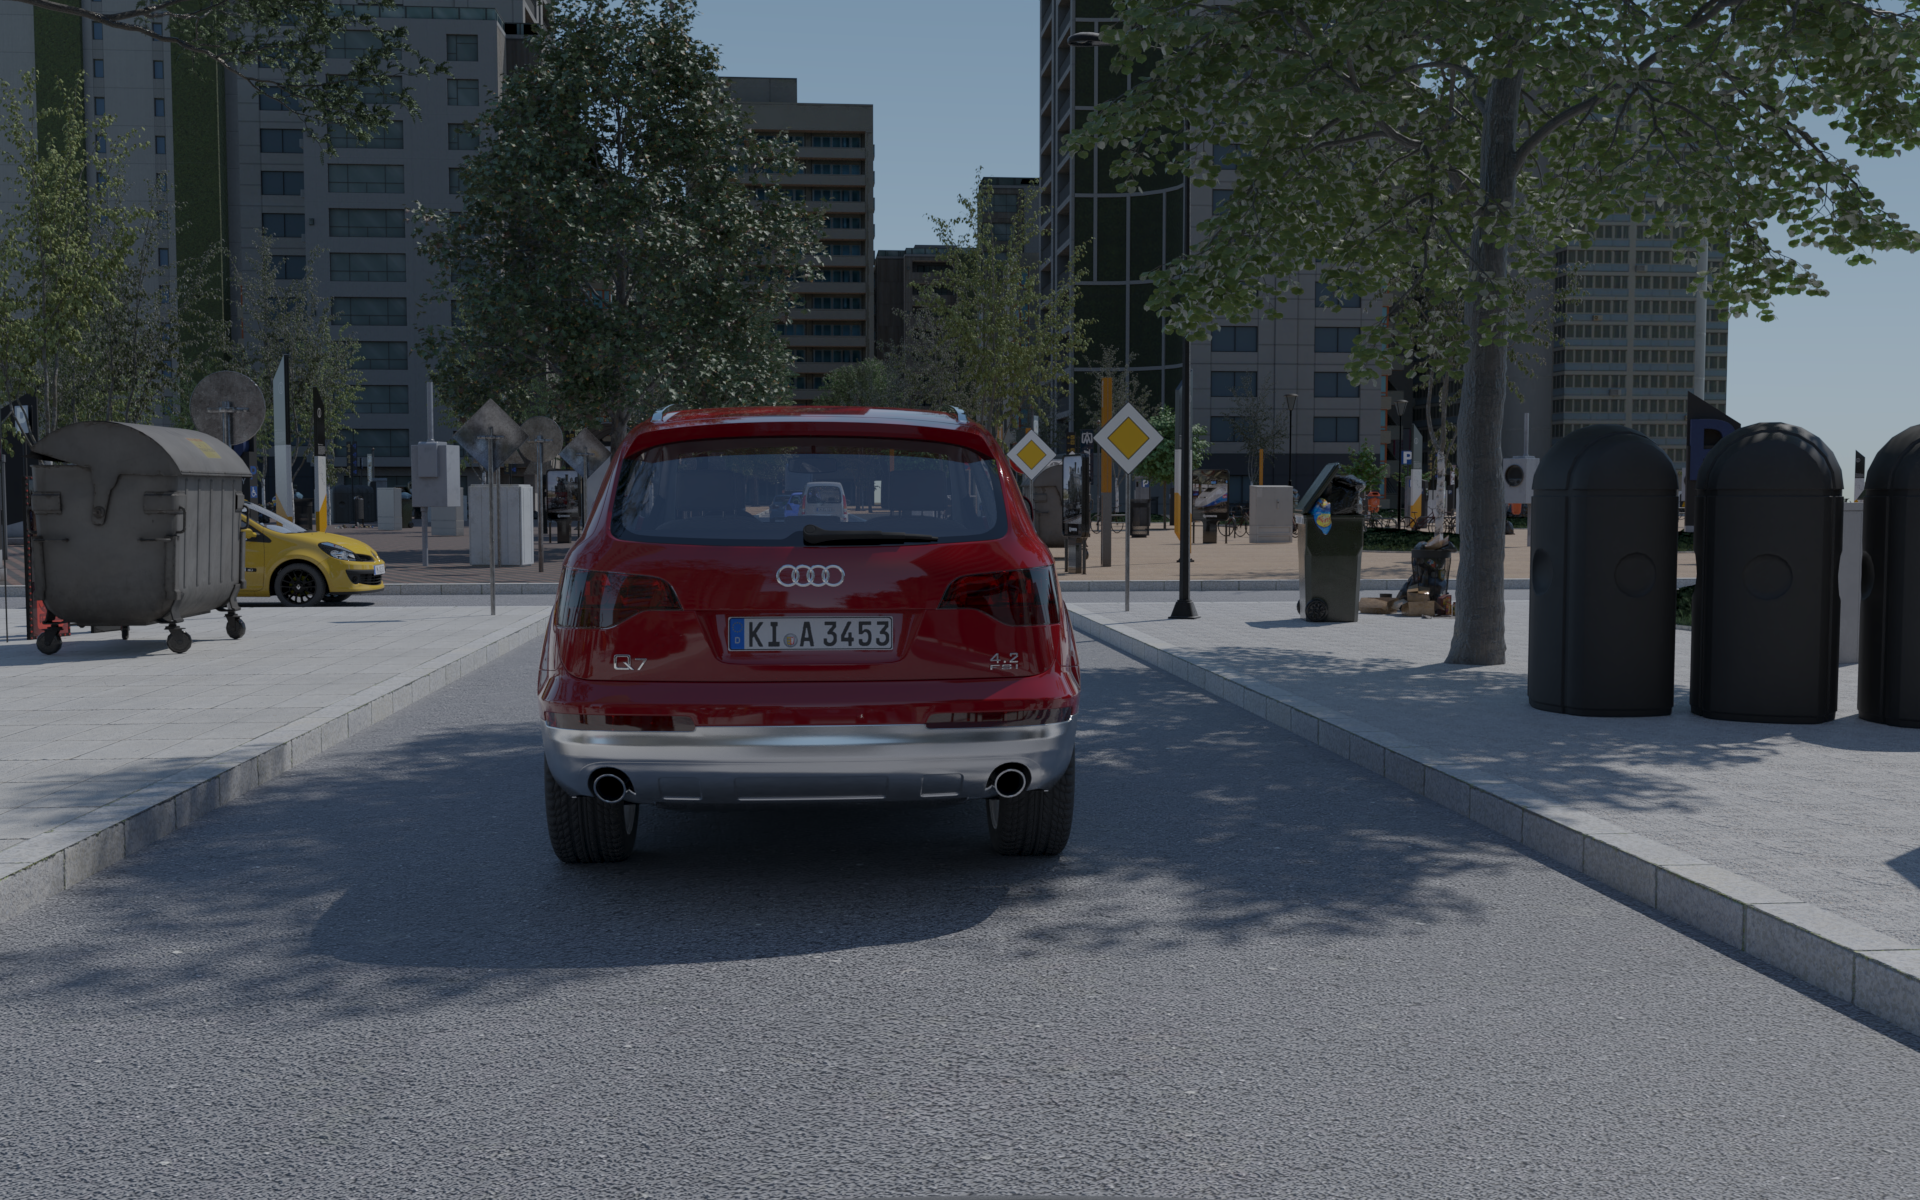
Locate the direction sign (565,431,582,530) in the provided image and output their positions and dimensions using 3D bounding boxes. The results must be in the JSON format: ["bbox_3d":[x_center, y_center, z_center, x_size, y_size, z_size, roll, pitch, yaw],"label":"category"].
[{"bbox_3d":[-13.634,-4.274,61.876,0.876,3.537,0.379,0,4,-7],"label":"direction sign"}]

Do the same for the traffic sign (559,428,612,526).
[{"bbox_3d":[-5.667,-1.382,26.238,0.795,2.450,0.064,0,4,-5],"label":"traffic sign"}]

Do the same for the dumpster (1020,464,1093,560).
[{"bbox_3d":[1.931,-1.757,34.480,1.264,1.857,1.865,0,4,-5],"label":"dumpster"}]

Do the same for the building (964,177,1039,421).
[{"bbox_3d":[8.352,-23.792,160.692,14.160,30.474,14.107,0,4,-5],"label":"building"}]

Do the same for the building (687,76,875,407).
[{"bbox_3d":[-21.164,-35.582,205.470,21.600,48.544,21.300,0,4,-5],"label":"building"}]

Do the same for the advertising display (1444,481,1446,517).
[{"bbox_3d":[23.756,-4.906,85.421,0.123,1.923,0.974,2,4,32],"label":"advertising display"}]

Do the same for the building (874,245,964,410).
[{"bbox_3d":[-3.011,-26.421,203.679,14.107,30.474,14.160,0,4,-5],"label":"building"}]

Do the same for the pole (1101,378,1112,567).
[{"bbox_3d":[2.575,-2.240,30.467,0.158,3.312,0.155,0,3,0],"label":"pole"}]

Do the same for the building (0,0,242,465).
[{"bbox_3d":[-72.918,-37.156,149.497,28.212,58.520,21.231,0,4,-5],"label":"building"}]

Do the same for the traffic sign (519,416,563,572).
[{"bbox_3d":[-6.870,-1.726,28.326,0.768,2.556,0.104,0,4,3],"label":"traffic sign"}]

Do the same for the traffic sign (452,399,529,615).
[{"bbox_3d":[-4.943,-0.896,18.285,0.795,2.450,0.064,0,4,-5],"label":"traffic sign"}]

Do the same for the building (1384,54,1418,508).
[{"bbox_3d":[29.960,-32.717,158.626,21.600,48.544,21.300,0,4,-5],"label":"building"}]

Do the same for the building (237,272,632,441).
[{"bbox_3d":[-43.173,-18.672,150.321,28.899,21.520,27.650,0,4,-5],"label":"building"}]

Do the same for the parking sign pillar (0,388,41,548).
[{"bbox_3d":[-24.025,-3.388,43.869,1.447,3.967,1.447,-1,4,-20],"label":"parking sign pillar"}]

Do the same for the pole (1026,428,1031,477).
[{"bbox_3d":[2.114,-3.656,53.626,0.158,3.312,0.155,0,3,0],"label":"pole"}]

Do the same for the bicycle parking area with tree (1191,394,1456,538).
[{"bbox_3d":[11.519,-3.922,51.120,8.231,4.147,9.016,-2,4,-26],"label":"bicycle parking area with tree"}]

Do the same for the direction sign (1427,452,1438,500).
[{"bbox_3d":[25.265,-6.146,92.480,0.876,3.537,0.379,-2,4,-33],"label":"direction sign"}]

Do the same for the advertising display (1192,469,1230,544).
[{"bbox_3d":[6.486,-2.427,44.889,0.974,1.923,0.123,1,4,18],"label":"advertising display"}]

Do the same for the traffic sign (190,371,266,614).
[{"bbox_3d":[-7.569,-1.090,17.921,0.768,2.556,0.104,0,4,-3],"label":"traffic sign"}]

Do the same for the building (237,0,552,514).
[{"bbox_3d":[-37.409,-41.842,122.373,20.563,71.187,20.611,0,4,-5],"label":"building"}]

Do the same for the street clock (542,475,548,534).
[{"bbox_3d":[-13.439,-3.142,55.943,0.358,2.002,0.471,-2,4,-25],"label":"street clock"}]

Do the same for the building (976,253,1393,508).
[{"bbox_3d":[16.513,-18.028,139.803,27.650,21.520,28.899,0,4,-5],"label":"building"}]

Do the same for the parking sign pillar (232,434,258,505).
[{"bbox_3d":[-21.748,-3.876,51.850,1.447,3.967,1.447,1,4,10],"label":"parking sign pillar"}]

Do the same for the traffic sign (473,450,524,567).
[{"bbox_3d":[-8.053,-1.848,30.218,0.884,2.594,0.081,0,4,-3],"label":"traffic sign"}]

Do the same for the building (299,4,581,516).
[{"bbox_3d":[-31.366,-20.493,106.766,14.160,30.474,14.107,0,4,-5],"label":"building"}]

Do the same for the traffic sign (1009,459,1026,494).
[{"bbox_3d":[1.607,-2.643,43.314,0.768,2.556,0.104,0,4,4],"label":"traffic sign"}]

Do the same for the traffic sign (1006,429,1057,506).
[{"bbox_3d":[1.102,-1.418,26.831,0.795,2.450,0.064,0,4,-5],"label":"traffic sign"}]

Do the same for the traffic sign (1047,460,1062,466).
[{"bbox_3d":[2.825,-3.021,51.526,0.606,2.300,0.079,0,4,0],"label":"traffic sign"}]

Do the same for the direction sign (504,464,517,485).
[{"bbox_3d":[-17.560,-4.629,67.675,0.876,3.537,0.379,3,5,44],"label":"direction sign"}]

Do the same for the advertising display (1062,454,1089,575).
[{"bbox_3d":[1.862,-1.392,27.971,0.123,1.923,0.974,-1,4,-16],"label":"advertising display"}]

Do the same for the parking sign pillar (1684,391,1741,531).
[{"bbox_3d":[19.552,-3.454,44.952,1.447,3.967,1.447,1,4,18],"label":"parking sign pillar"}]

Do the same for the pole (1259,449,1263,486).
[{"bbox_3d":[13.664,-5.185,78.624,0.158,3.312,0.155,0,3,0],"label":"pole"}]

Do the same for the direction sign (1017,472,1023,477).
[{"bbox_3d":[2.986,-5.455,81.189,0.379,3.537,0.876,-3,5,-40],"label":"direction sign"}]

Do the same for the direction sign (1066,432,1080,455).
[{"bbox_3d":[4.311,-4.359,63.268,0.876,3.537,0.379,1,4,12],"label":"direction sign"}]

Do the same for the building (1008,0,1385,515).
[{"bbox_3d":[14.525,-41.262,112.886,20.563,71.187,20.611,0,4,-5],"label":"building"}]

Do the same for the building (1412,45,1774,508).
[{"bbox_3d":[53.090,-28.401,156.242,23.993,40.220,32.217,0,4,-5],"label":"building"}]

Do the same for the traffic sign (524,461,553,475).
[{"bbox_3d":[-11.464,-2.893,47.304,0.884,2.594,0.081,0,4,-4],"label":"traffic sign"}]

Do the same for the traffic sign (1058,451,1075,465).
[{"bbox_3d":[2.992,-2.755,46.227,0.795,2.450,0.064,0,4,-1],"label":"traffic sign"}]

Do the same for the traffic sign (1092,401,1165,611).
[{"bbox_3d":[1.825,-0.932,18.878,0.795,2.450,0.064,0,4,-5],"label":"traffic sign"}]

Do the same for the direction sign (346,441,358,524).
[{"bbox_3d":[-26.092,-5.038,74.374,0.876,3.537,0.379,3,5,43],"label":"direction sign"}]

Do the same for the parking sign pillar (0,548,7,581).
[{"bbox_3d":[-14.814,-2.253,25.308,1.447,3.967,1.447,-1,4,-20],"label":"parking sign pillar"}]

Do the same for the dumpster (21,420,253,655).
[{"bbox_3d":[-6.845,-0.535,14.514,1.264,1.857,1.865,0,4,-5],"label":"dumpster"}]

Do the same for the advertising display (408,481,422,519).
[{"bbox_3d":[-27.671,-5.084,88.333,0.123,1.923,0.974,3,5,41],"label":"advertising display"}]

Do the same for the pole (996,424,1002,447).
[{"bbox_3d":[1.141,-3.477,50.691,0.158,3.312,0.155,0,3,0],"label":"pole"}]

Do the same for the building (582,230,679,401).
[{"bbox_3d":[-44.340,-31.619,208.857,23.993,40.220,32.217,0,4,-5],"label":"building"}]
